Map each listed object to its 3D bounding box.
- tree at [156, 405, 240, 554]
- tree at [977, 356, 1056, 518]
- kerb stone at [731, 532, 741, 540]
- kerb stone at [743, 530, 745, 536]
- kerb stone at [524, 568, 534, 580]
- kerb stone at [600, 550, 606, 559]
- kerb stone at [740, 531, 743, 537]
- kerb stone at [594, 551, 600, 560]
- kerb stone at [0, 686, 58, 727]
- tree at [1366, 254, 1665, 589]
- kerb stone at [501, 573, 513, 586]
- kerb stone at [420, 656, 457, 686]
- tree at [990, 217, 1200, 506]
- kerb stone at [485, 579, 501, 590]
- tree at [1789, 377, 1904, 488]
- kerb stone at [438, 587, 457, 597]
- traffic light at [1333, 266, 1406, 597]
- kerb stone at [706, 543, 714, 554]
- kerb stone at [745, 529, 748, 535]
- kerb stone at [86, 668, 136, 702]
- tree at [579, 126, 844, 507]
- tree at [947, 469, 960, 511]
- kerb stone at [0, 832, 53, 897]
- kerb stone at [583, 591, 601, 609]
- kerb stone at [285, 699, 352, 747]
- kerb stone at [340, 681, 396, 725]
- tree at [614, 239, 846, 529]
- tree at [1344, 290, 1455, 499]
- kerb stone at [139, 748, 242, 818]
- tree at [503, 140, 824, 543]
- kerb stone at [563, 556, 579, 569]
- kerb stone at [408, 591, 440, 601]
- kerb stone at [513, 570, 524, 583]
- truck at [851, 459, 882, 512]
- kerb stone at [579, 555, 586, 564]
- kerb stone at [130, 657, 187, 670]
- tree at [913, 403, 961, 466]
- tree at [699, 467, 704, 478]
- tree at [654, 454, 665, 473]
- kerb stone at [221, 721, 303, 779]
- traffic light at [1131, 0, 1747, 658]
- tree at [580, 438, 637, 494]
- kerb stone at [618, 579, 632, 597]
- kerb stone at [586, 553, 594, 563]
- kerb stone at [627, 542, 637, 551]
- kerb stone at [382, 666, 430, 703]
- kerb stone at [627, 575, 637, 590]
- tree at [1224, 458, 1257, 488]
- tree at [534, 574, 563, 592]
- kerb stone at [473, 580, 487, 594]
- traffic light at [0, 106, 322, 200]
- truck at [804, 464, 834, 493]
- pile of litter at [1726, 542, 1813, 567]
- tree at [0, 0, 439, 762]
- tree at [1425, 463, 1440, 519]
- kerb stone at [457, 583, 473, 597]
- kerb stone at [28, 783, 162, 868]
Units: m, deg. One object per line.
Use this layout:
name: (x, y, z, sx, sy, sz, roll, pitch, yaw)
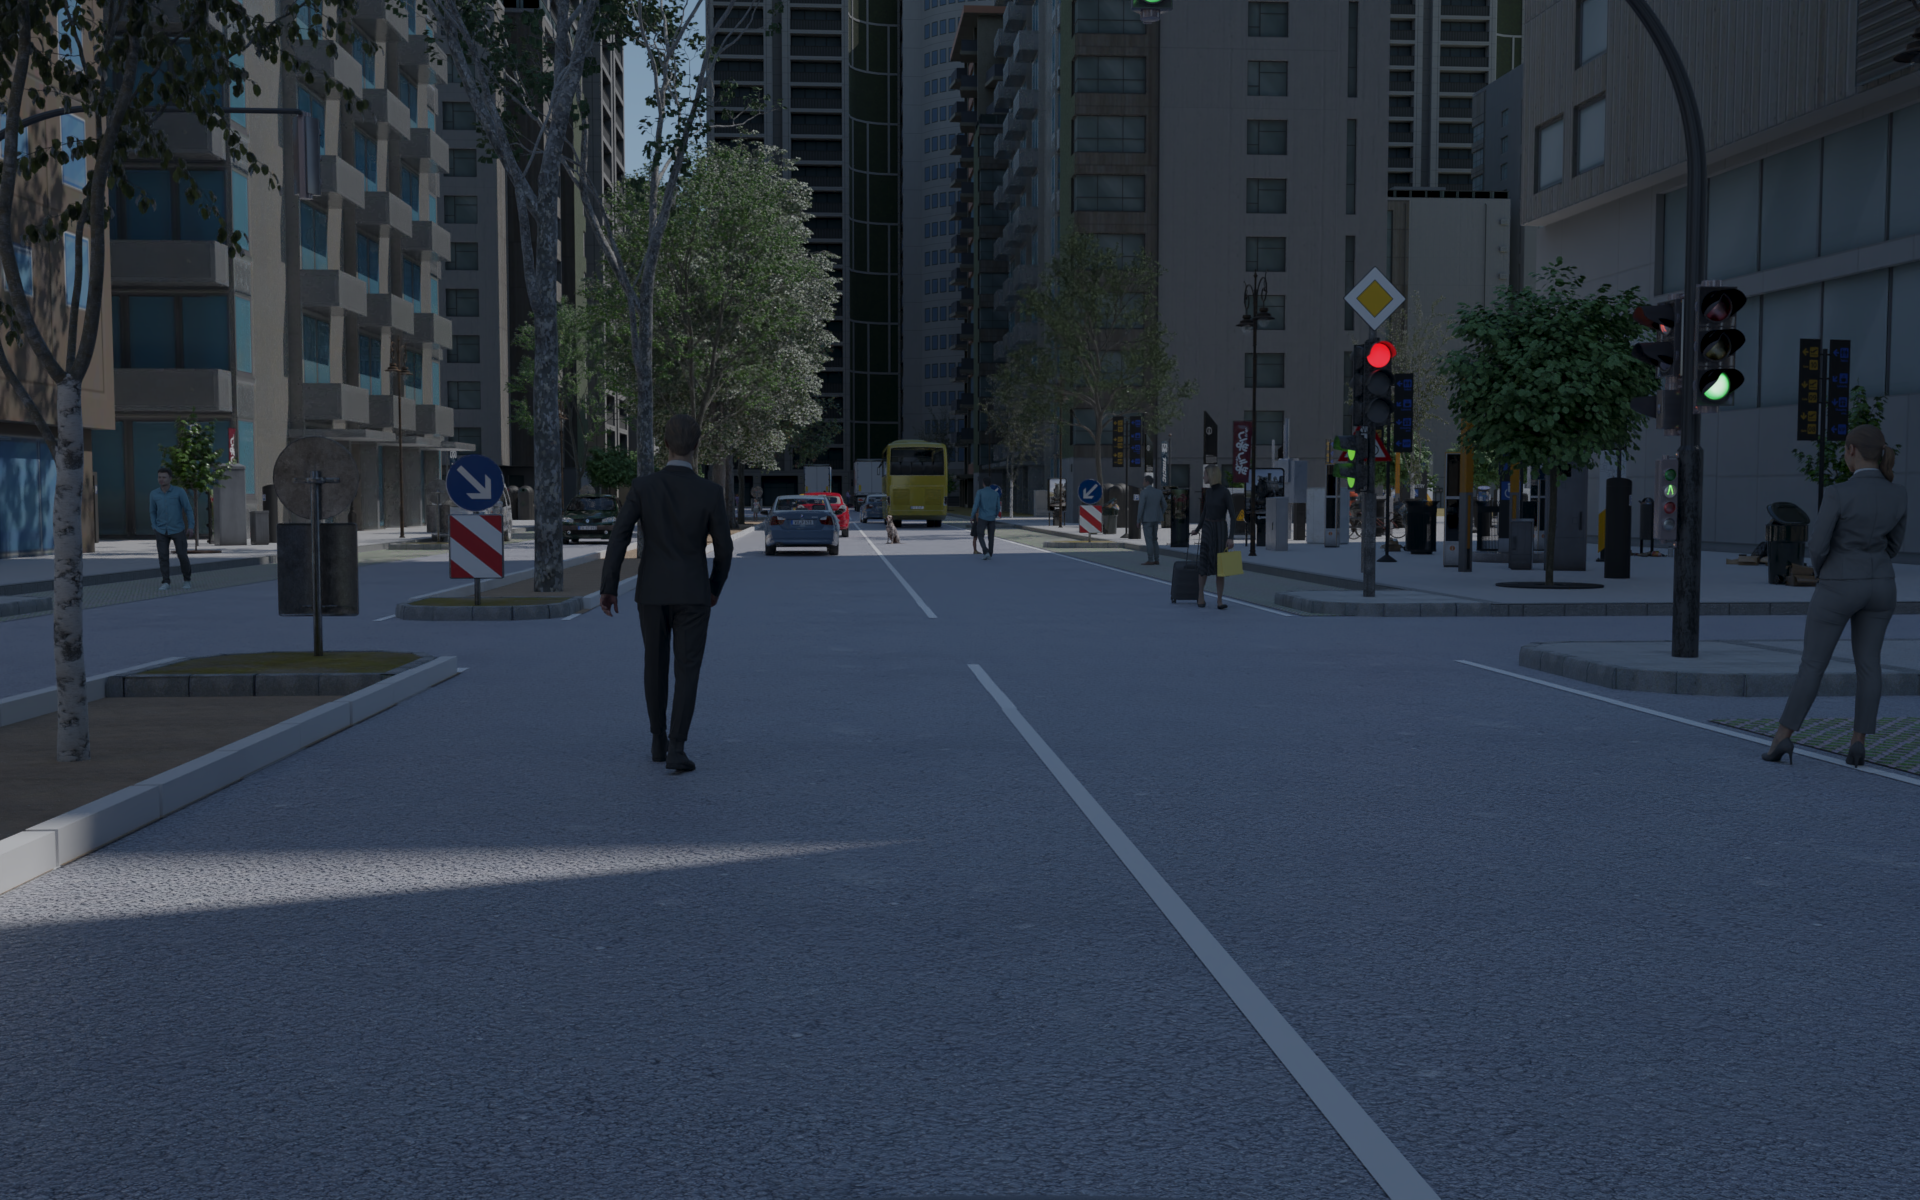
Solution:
tree: (-16.497, -2.631, 37.620, 1.663, 3.219, 1.824, 0, 3, 0)
tree: (2.968, -8.682, 92.310, 4.360, 8.622, 3.978, 0, 3, 0)
kerb stone: (-7.198, -2.051, 55.726, 0.120, 0.150, 1.000, 0, 4, -4)
kerb stone: (-7.350, -2.175, 57.765, 0.120, 0.150, 1.000, 0, 4, -4)
kerb stone: (-7.302, -0.409, 28.972, 0.120, 0.150, 1.000, 0, 4, -4)
kerb stone: (-7.986, -0.977, 38.166, 0.120, 0.150, 1.000, 0, 4, -4)
kerb stone: (-7.277, -2.113, 56.745, 0.120, 0.150, 1.000, 0, 4, -4)
kerb stone: (-7.913, -0.914, 37.146, 0.120, 0.150, 1.000, 0, 4, -4)
kerb stone: (-5.962, 0.680, 11.084, 0.120, 0.150, 1.000, 0, 4, -4)
tree: (8.108, -2.455, 23.858, 4.285, 4.588, 4.351, 0, 3, 0)
kerb stone: (-7.140, -0.288, 26.913, 0.120, 0.150, 1.000, 0, 4, -4)
kerb stone: (-4.019, 0.552, 13.259, 0.120, 0.150, 1.000, 0, 4, -4)
tree: (4.521, -7.621, 59.009, 7.601, 10.594, 8.767, 0, 4, -4)
kerb stone: (-7.061, -0.226, 25.894, 0.120, 0.150, 1.000, 0, 4, -4)
tree: (14.596, -2.045, 28.032, 1.663, 3.219, 1.824, 0, 3, 0)
kerb stone: (-6.831, -0.039, 22.825, 0.120, 0.150, 1.000, 0, 4, -4)
traffic light: (5.093, -1.994, 21.529, 0.839, 4.253, 0.868, 0, 4, -4)
kerb stone: (-6.275, -1.293, 43.433, 0.120, 0.150, 1.000, 0, 4, -4)
kerb stone: (-7.499, -2.299, 59.805, 0.120, 0.150, 1.000, 0, 4, -4)
kerb stone: (-6.038, 0.617, 12.103, 0.120, 0.150, 1.000, 0, 4, -4)
tree: (-8.594, -9.288, 60.977, 9.857, 13.997, 8.962, 0, 3, 0)
tree: (-0.786, -8.371, 131.468, 1.663, 3.219, 1.824, 0, 3, 0)
kerb stone: (-3.469, 0.986, 6.098, 0.120, 0.150, 1.000, 0, 4, -4)
kerb stone: (-4.673, 0.017, 21.961, 0.120, 0.150, 1.000, 0, 4, -4)
kerb stone: (-3.789, 0.735, 10.188, 0.120, 0.150, 1.000, 0, 4, -4)
kerb stone: (-3.855, 0.672, 11.211, 0.120, 0.150, 1.000, 0, 4, -4)
tree: (-9.509, -9.271, 71.045, 9.611, 12.733, 9.660, 0, 3, 0)
tree: (15.981, -6.816, 61.810, 4.360, 8.622, 3.978, 0, 3, 0)
kerb stone: (-3.622, 0.859, 8.149, 0.120, 0.150, 1.000, 0, 4, -4)
tree: (-7.705, -7.464, 50.243, 9.928, 11.665, 9.643, 0, 3, 0)
kerb stone: (-7.681, -0.727, 34.080, 0.120, 0.150, 1.000, 0, 4, -4)
kerb stone: (-6.760, 0.024, 21.803, 0.120, 0.150, 1.000, 0, 4, -4)
kerb stone: (-7.224, -0.351, 27.936, 0.120, 0.150, 1.000, 0, 4, -4)
truck: (-7.500, -9.450, 143.413, 2.839, 4.237, 11.283, 0, 4, -5)
kerb stone: (-7.757, -0.790, 35.105, 0.120, 0.150, 1.000, 0, 4, -4)
kerb stone: (-6.104, 0.555, 13.125, 0.120, 0.150, 1.000, 0, 4, -4)
tree: (-1.779, -11.601, 140.031, 4.360, 8.622, 3.978, 0, 3, 0)
tree: (-25.557, -10.969, 163.059, 4.285, 4.588, 4.351, 0, 3, 0)
tree: (-21.564, -8.166, 117.222, 4.285, 4.588, 4.351, 0, 3, 0)
kerb stone: (-3.707, 0.797, 9.167, 0.120, 0.150, 1.000, 0, 4, -4)
traffic light: (3.611, -2.361, 13.269, 4.771, 5.953, 1.251, 0, 4, -4)
tree: (-20.385, -7.161, 100.788, 4.285, 4.588, 4.351, 0, 3, 0)
kerb stone: (-4.895, -0.174, 25.035, 0.120, 0.150, 1.000, 0, 4, -4)
kerb stone: (-7.827, -0.850, 36.127, 0.120, 0.150, 1.000, 0, 4, -4)
kerb stone: (-8.451, -1.348, 44.293, 0.120, 0.150, 1.000, 0, 4, -4)
kerb stone: (-3.937, 0.609, 12.234, 0.120, 0.150, 1.000, 0, 4, -4)
kerb stone: (-4.977, -0.236, 26.056, 0.120, 0.150, 1.000, 0, 4, -4)
tree: (12.054, -4.885, 74.469, 1.663, 3.219, 1.824, 0, 3, 0)
tree: (-7.290, -10.222, 25.480, 12.611, 20.169, 13.585, 0, 3, 0)
kerb stone: (-6.989, -0.164, 24.874, 0.120, 0.150, 1.000, 0, 4, -4)
traffic light: (-9.990, -2.798, 20.421, 4.771, 5.953, 1.251, 0, 4, -4)
truck: (-13.687, -10.915, 167.371, 2.839, 4.237, 11.283, 0, 4, -3)
pile of litter: (14.553, -1.050, 31.138, 1.176, 0.858, 1.719, 0, 4, -4)
tree: (-4.782, -3.452, 9.253, 4.360, 8.622, 3.978, 0, 3, 0)
tree: (23.592, -5.715, 88.039, 1.663, 3.219, 1.824, 0, 3, 0)
kerb stone: (-6.910, -0.101, 23.855, 0.120, 0.150, 1.000, 0, 4, -4)
kerb stone: (-3.548, 0.922, 7.124, 0.120, 0.150, 1.000, 0, 4, -4)
